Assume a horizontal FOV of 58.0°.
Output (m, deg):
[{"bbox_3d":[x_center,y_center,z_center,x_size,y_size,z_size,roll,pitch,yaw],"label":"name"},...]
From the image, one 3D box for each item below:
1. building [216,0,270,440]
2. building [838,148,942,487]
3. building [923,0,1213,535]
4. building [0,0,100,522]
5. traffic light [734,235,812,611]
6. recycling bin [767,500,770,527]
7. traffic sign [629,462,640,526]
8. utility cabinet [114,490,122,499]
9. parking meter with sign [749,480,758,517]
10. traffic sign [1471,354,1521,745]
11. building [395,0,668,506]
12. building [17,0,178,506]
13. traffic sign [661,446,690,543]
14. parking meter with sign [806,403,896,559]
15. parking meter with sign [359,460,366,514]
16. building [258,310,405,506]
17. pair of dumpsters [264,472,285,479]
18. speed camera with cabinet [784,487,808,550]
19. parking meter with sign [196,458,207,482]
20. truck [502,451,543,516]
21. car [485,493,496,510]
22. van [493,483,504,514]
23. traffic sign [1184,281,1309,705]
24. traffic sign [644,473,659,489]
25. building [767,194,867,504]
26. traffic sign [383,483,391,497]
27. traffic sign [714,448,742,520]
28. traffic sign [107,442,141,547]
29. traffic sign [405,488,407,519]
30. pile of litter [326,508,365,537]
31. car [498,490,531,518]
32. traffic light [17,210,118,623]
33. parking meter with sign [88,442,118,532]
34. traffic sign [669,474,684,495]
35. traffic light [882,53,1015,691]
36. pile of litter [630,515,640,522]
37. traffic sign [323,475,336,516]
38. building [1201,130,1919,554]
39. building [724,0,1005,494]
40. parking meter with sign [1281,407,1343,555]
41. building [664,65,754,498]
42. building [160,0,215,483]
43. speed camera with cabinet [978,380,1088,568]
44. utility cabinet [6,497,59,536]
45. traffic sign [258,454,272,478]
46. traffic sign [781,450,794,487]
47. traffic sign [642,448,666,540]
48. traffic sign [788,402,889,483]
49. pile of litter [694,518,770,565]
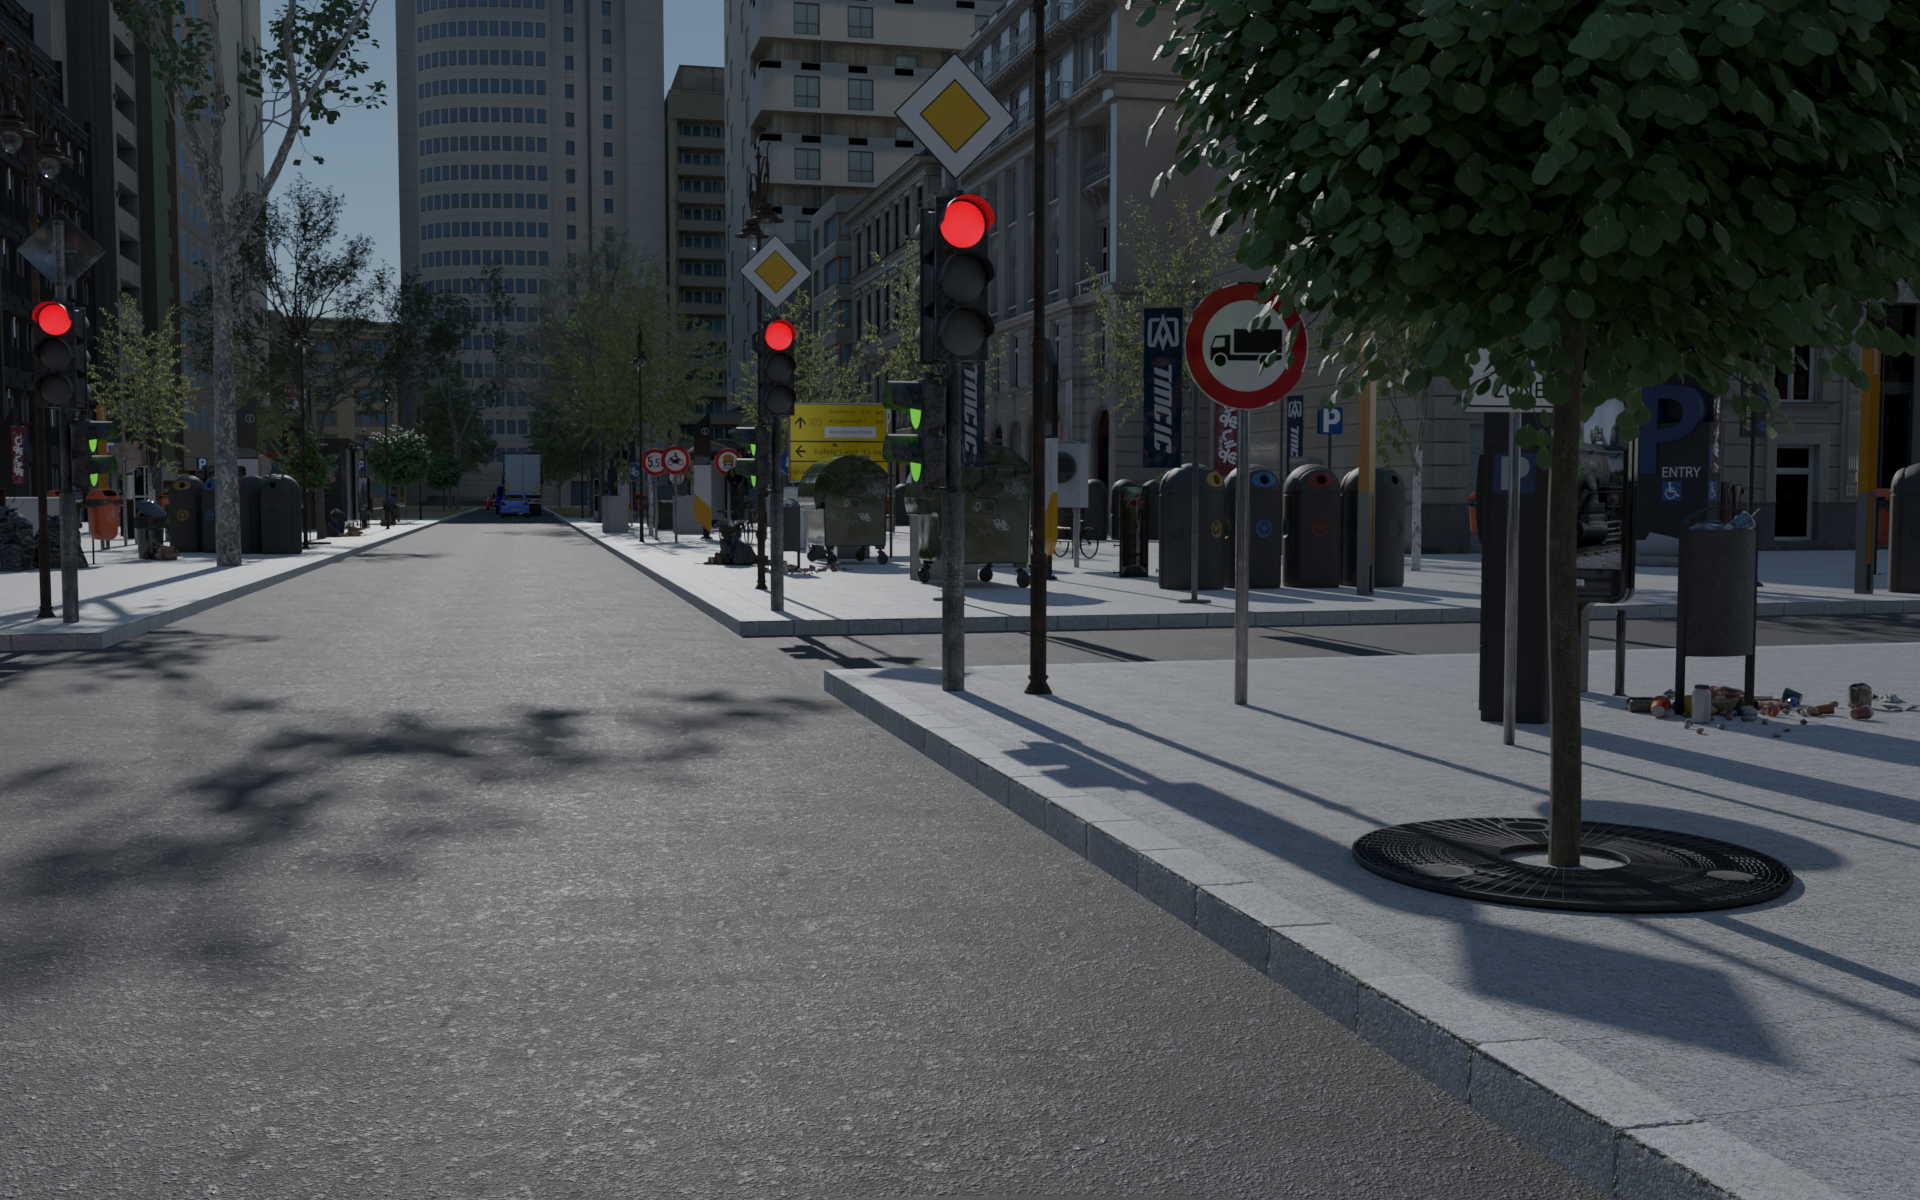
[{"bbox_3d":[-67.338,-32.989,128.606,27.495,52.752,28.713,-1,4,-14],"label":"building"},{"bbox_3d":[0.783,-13.628,87.438,10.561,19.102,19.286,-1,4,-14],"label":"building"},{"bbox_3d":[7.716,-13.734,66.348,13.314,21.916,24.055,-1,4,-14],"label":"building"},{"bbox_3d":[-44.461,-14.815,71.910,12.332,23.373,15.834,-1,4,-14],"label":"building"},{"bbox_3d":[-2.031,-1.837,18.951,0.839,4.253,0.868,-1,4,-14],"label":"traffic light"},{"bbox_3d":[-7.490,-3.438,68.773,0.722,1.027,0.722,0,4,6],"label":"recycling bin"},{"bbox_3d":[-13.107,-4.221,69.115,0.768,2.556,0.104,-1,4,-12],"label":"traffic sign"},{"bbox_3d":[-41.559,-4.723,85.899,1.173,1.500,0.318,3,4,38],"label":"utility cabinet"},{"bbox_3d":[-11.011,-5.932,93.250,0.543,3.016,1.738,-3,5,-43],"label":"parking meter with sign"},{"bbox_3d":[2.812,-0.408,8.801,0.606,2.300,0.079,-1,4,-11],"label":"traffic sign"},{"bbox_3d":[-48.182,-39.955,195.265,28.212,58.520,21.231,-1,4,-14],"label":"building"},{"bbox_3d":[-50.752,-19.588,91.963,14.160,30.474,14.107,-1,4,-14],"label":"building"},{"bbox_3d":[-7.475,-2.780,45.563,0.768,2.556,0.104,-1,4,-8],"label":"traffic sign"},{"bbox_3d":[-2.178,-2.335,34.434,1.738,3.016,0.543,-1,4,-16],"label":"parking meter with sign"},{"bbox_3d":[-30.882,-5.653,88.694,0.543,3.016,1.738,0,4,-2],"label":"parking meter with sign"},{"bbox_3d":[-77.118,-21.254,192.540,28.899,21.520,27.650,-1,4,-14],"label":"building"},{"bbox_3d":[-26.838,-4.052,68.751,1.574,2.255,4.437,-1,4,-14],"label":"pair of dumpsters"},{"bbox_3d":[-3.463,-2.839,40.747,0.660,3.252,2.038,1,4,20],"label":"speed camera with cabinet"},{"bbox_3d":[-36.017,-5.346,83.672,1.738,3.016,0.543,2,4,27],"label":"parking meter with sign"},{"bbox_3d":[-29.725,-7.880,117.743,2.839,4.237,11.283,-1,4,-14],"label":"truck"},{"bbox_3d":[-42.748,-9.218,159.748,2.155,1.783,4.494,-1,4,-14],"label":"car"},{"bbox_3d":[-32.744,-7.417,125.656,2.240,2.365,5.245,-1,4,-15],"label":"van"},{"bbox_3d":[1.715,-0.636,10.498,0.768,2.556,0.104,0,4,-6],"label":"traffic sign"},{"bbox_3d":[-15.854,-5.446,89.146,0.768,2.556,0.104,-1,4,-9],"label":"traffic sign"},{"bbox_3d":[2.687,-16.662,117.469,27.650,21.520,28.899,-1,4,-14],"label":"building"},{"bbox_3d":[-27.767,-5.029,84.357,0.606,2.300,0.079,-1,4,-10],"label":"traffic sign"},{"bbox_3d":[-6.423,-2.933,48.067,0.768,2.556,0.104,-1,4,-9],"label":"traffic sign"},{"bbox_3d":[-20.343,-2.572,42.166,0.768,2.556,0.104,-1,4,-12],"label":"traffic sign"},{"bbox_3d":[-28.416,-5.429,88.768,0.884,2.594,0.081,0,4,-7],"label":"traffic sign"},{"bbox_3d":[-18.581,-2.352,52.422,1.176,0.858,1.719,1,4,22],"label":"pile of litter"},{"bbox_3d":[-26.936,-5.824,104.809,1.945,1.707,3.694,-1,4,-14],"label":"car"},{"bbox_3d":[-8.871,-1.730,17.202,0.839,4.253,0.868,-1,4,-14],"label":"traffic light"},{"bbox_3d":[-28.799,-3.781,58.082,1.738,3.016,0.543,3,5,44],"label":"parking meter with sign"},{"bbox_3d":[-14.712,-5.496,89.965,0.768,2.556,0.104,0,4,-5],"label":"traffic sign"},{"bbox_3d":[-0.063,-1.363,11.211,0.839,4.253,0.868,-1,4,-14],"label":"traffic light"},{"bbox_3d":[-15.420,-4.010,79.536,1.719,0.858,1.176,-1,4,-17],"label":"pile of litter"},{"bbox_3d":[-22.713,-3.777,61.764,0.884,2.594,0.081,-1,4,-11],"label":"traffic sign"},{"bbox_3d":[19.967,-15.115,44.390,25.104,27.353,12.463,-1,4,-14],"label":"building"},{"bbox_3d":[-4.544,-33.913,143.720,28.713,52.752,27.495,-1,4,-14],"label":"building"},{"bbox_3d":[7.103,-2.397,35.453,0.543,3.016,1.738,-1,4,-21],"label":"parking meter with sign"},{"bbox_3d":[-23.961,-35.342,201.549,21.600,48.544,21.300,-1,4,-14],"label":"building"},{"bbox_3d":[-53.855,-27.846,105.399,14.600,45.320,14.200,-1,4,-14],"label":"building"},{"bbox_3d":[1.189,-2.199,30.296,2.038,3.252,0.660,1,4,20],"label":"speed camera with cabinet"},{"bbox_3d":[-19.520,-1.551,36.517,1.020,1.237,0.306,-2,4,-30],"label":"utility cabinet"},{"bbox_3d":[-22.304,-3.366,55.137,0.768,2.556,0.104,-1,4,-13],"label":"traffic sign"},{"bbox_3d":[-4.681,-2.964,48.568,0.768,2.556,0.104,0,4,-7],"label":"traffic sign"},{"bbox_3d":[-8.507,-2.956,48.435,0.768,2.556,0.104,0,4,-7],"label":"traffic sign"},{"bbox_3d":[-2.682,-2.729,38.492,2.265,3.308,0.079,-1,4,-11],"label":"traffic sign"},{"bbox_3d":[-4.067,-1.078,31.588,1.176,0.858,1.719,-3,5,-43],"label":"pile of litter"}]
